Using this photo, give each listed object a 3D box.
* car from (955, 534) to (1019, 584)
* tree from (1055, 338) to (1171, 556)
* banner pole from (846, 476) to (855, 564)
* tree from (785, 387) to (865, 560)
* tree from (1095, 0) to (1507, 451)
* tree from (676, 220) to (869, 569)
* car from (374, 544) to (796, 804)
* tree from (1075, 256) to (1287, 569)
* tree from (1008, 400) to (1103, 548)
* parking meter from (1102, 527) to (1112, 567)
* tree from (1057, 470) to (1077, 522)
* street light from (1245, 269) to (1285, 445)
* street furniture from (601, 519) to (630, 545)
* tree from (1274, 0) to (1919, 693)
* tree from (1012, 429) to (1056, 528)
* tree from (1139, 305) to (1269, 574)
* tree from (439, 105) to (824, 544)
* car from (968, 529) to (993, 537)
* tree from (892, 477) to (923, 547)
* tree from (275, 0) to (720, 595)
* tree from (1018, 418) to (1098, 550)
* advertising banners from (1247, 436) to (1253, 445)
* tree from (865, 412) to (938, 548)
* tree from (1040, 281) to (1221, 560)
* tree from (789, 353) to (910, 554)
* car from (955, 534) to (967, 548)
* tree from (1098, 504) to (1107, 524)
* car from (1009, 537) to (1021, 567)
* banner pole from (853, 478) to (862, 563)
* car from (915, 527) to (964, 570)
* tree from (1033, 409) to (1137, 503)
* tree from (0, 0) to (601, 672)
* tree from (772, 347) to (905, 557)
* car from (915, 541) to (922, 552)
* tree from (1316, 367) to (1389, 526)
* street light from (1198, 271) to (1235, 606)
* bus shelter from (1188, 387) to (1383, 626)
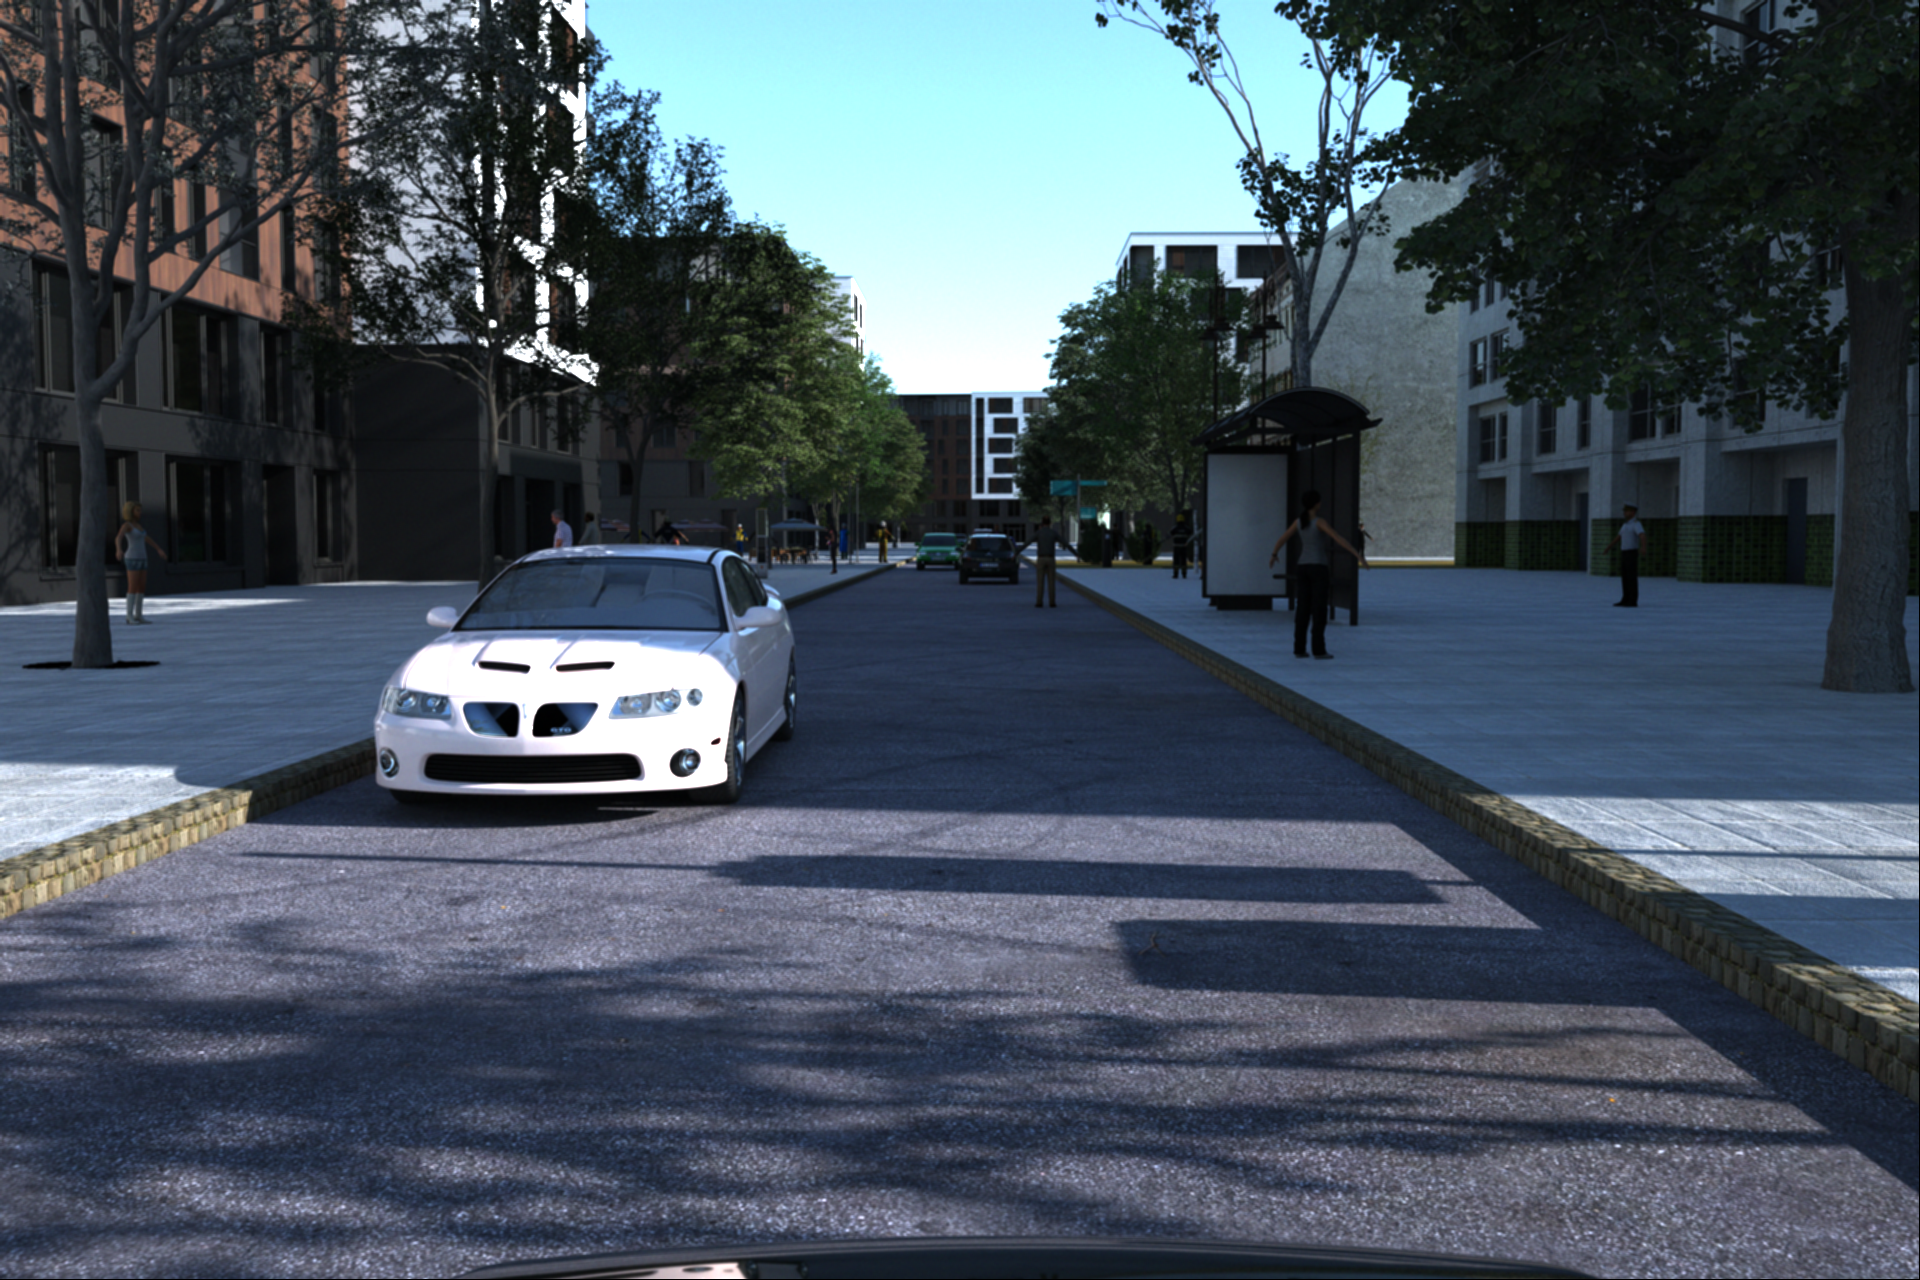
[{"bbox_3d":[0.843,-2.506,50.765,2.009,1.686,4.222,0,4,1],"label":"car"},{"bbox_3d":[8.967,-11.054,98.858,7.486,12.596,7.792,0,3,0],"label":"tree"},{"bbox_3d":[-4.695,-5.152,74.250,0.401,3.779,0.863,0,4,0],"label":"banner pole"},{"bbox_3d":[-6.810,-8.246,85.188,4.737,8.622,4.395,0,3,0],"label":"tree"},{"bbox_3d":[9.488,-11.260,39.994,12.611,20.169,13.585,0,3,0],"label":"tree"},{"bbox_3d":[-6.918,-8.883,63.371,7.486,12.596,7.792,0,3,0],"label":"tree"},{"bbox_3d":[-2.088,0.100,10.723,2.083,1.381,4.827,0,4,0],"label":"car"},{"bbox_3d":[8.114,-8.454,63.977,9.928,11.665,9.643,0,3,0],"label":"tree"},{"bbox_3d":[9.294,-15.456,159.364,9.857,13.997,8.962,0,3,0],"label":"tree"},{"bbox_3d":[5.668,-3.564,66.684,0.372,1.533,0.369,0,3,0],"label":"parking meter"},{"bbox_3d":[8.710,-10.627,124.118,4.737,8.622,4.395,0,3,0],"label":"tree"},{"bbox_3d":[5.345,-3.531,30.522,0.468,5.910,1.993,0,4,0],"label":"street light"},{"bbox_3d":[-28.444,-4.147,72.837,27.439,1.986,14.083,0,4,2],"label":"street furniture"},{"bbox_3d":[7.385,-6.561,13.923,9.857,13.997,8.962,0,3,0],"label":"tree"},{"bbox_3d":[8.882,-14.871,168.900,9.928,11.665,9.643,0,3,0],"label":"tree"},{"bbox_3d":[7.635,-6.420,55.335,4.737,8.622,4.395,0,3,0],"label":"tree"},{"bbox_3d":[-7.361,-6.361,38.416,8.767,10.594,7.601,0,4,-8],"label":"tree"},{"bbox_3d":[1.736,-7.424,130.057,2.281,1.827,5.304,0,4,1],"label":"car"},{"bbox_3d":[-5.780,-13.413,169.670,4.737,8.622,4.395,0,3,0],"label":"tree"},{"bbox_3d":[-7.412,-5.721,27.948,7.601,10.594,8.767,-1,4,-14],"label":"tree"},{"bbox_3d":[7.986,-12.446,137.899,7.601,10.594,8.767,1,4,8],"label":"tree"},{"bbox_3d":[4.995,-2.111,30.708,0.090,3.025,2.074,0,4,1],"label":"advertising banners"},{"bbox_3d":[-5.879,-14.774,159.677,7.486,12.596,7.792,0,3,0],"label":"tree"},{"bbox_3d":[8.351,-10.965,85.930,9.857,13.997,8.962,0,3,0],"label":"tree"},{"bbox_3d":[-6.998,-11.685,109.183,7.486,12.596,7.792,0,3,0],"label":"tree"},{"bbox_3d":[-0.063,-9.383,163.205,2.009,1.686,4.222,0,4,1],"label":"car"},{"bbox_3d":[21.420,-18.908,259.513,4.360,8.622,3.978,0,3,0],"label":"tree"},{"bbox_3d":[1.706,-3.848,75.503,1.945,1.354,3.894,0,4,0],"label":"car"},{"bbox_3d":[-4.617,-5.385,78.062,0.401,3.779,0.863,0,3,0],"label":"banner pole"},{"bbox_3d":[-0.816,-3.716,69.547,1.959,1.807,4.718,0,4,1],"label":"car"},{"bbox_3d":[8.143,-10.783,110.719,7.601,10.594,8.767,1,4,14],"label":"tree"},{"bbox_3d":[-8.204,-6.479,16.302,12.009,13.543,11.850,0,3,0],"label":"tree"},{"bbox_3d":[-6.915,-10.445,96.525,9.928,11.665,9.643,0,3,0],"label":"tree"},{"bbox_3d":[-1.242,-4.445,85.263,1.945,1.354,3.894,0,4,1],"label":"car"},{"bbox_3d":[17.276,-7.661,75.622,4.360,8.622,3.978,0,3,0],"label":"tree"},{"bbox_3d":[4.524,-3.543,30.718,0.468,5.910,1.993,0,4,1],"label":"street light"},{"bbox_3d":[4.837,-2.000,26.616,2.014,3.302,5.546,0,4,1],"label":"bus shelter"}]
